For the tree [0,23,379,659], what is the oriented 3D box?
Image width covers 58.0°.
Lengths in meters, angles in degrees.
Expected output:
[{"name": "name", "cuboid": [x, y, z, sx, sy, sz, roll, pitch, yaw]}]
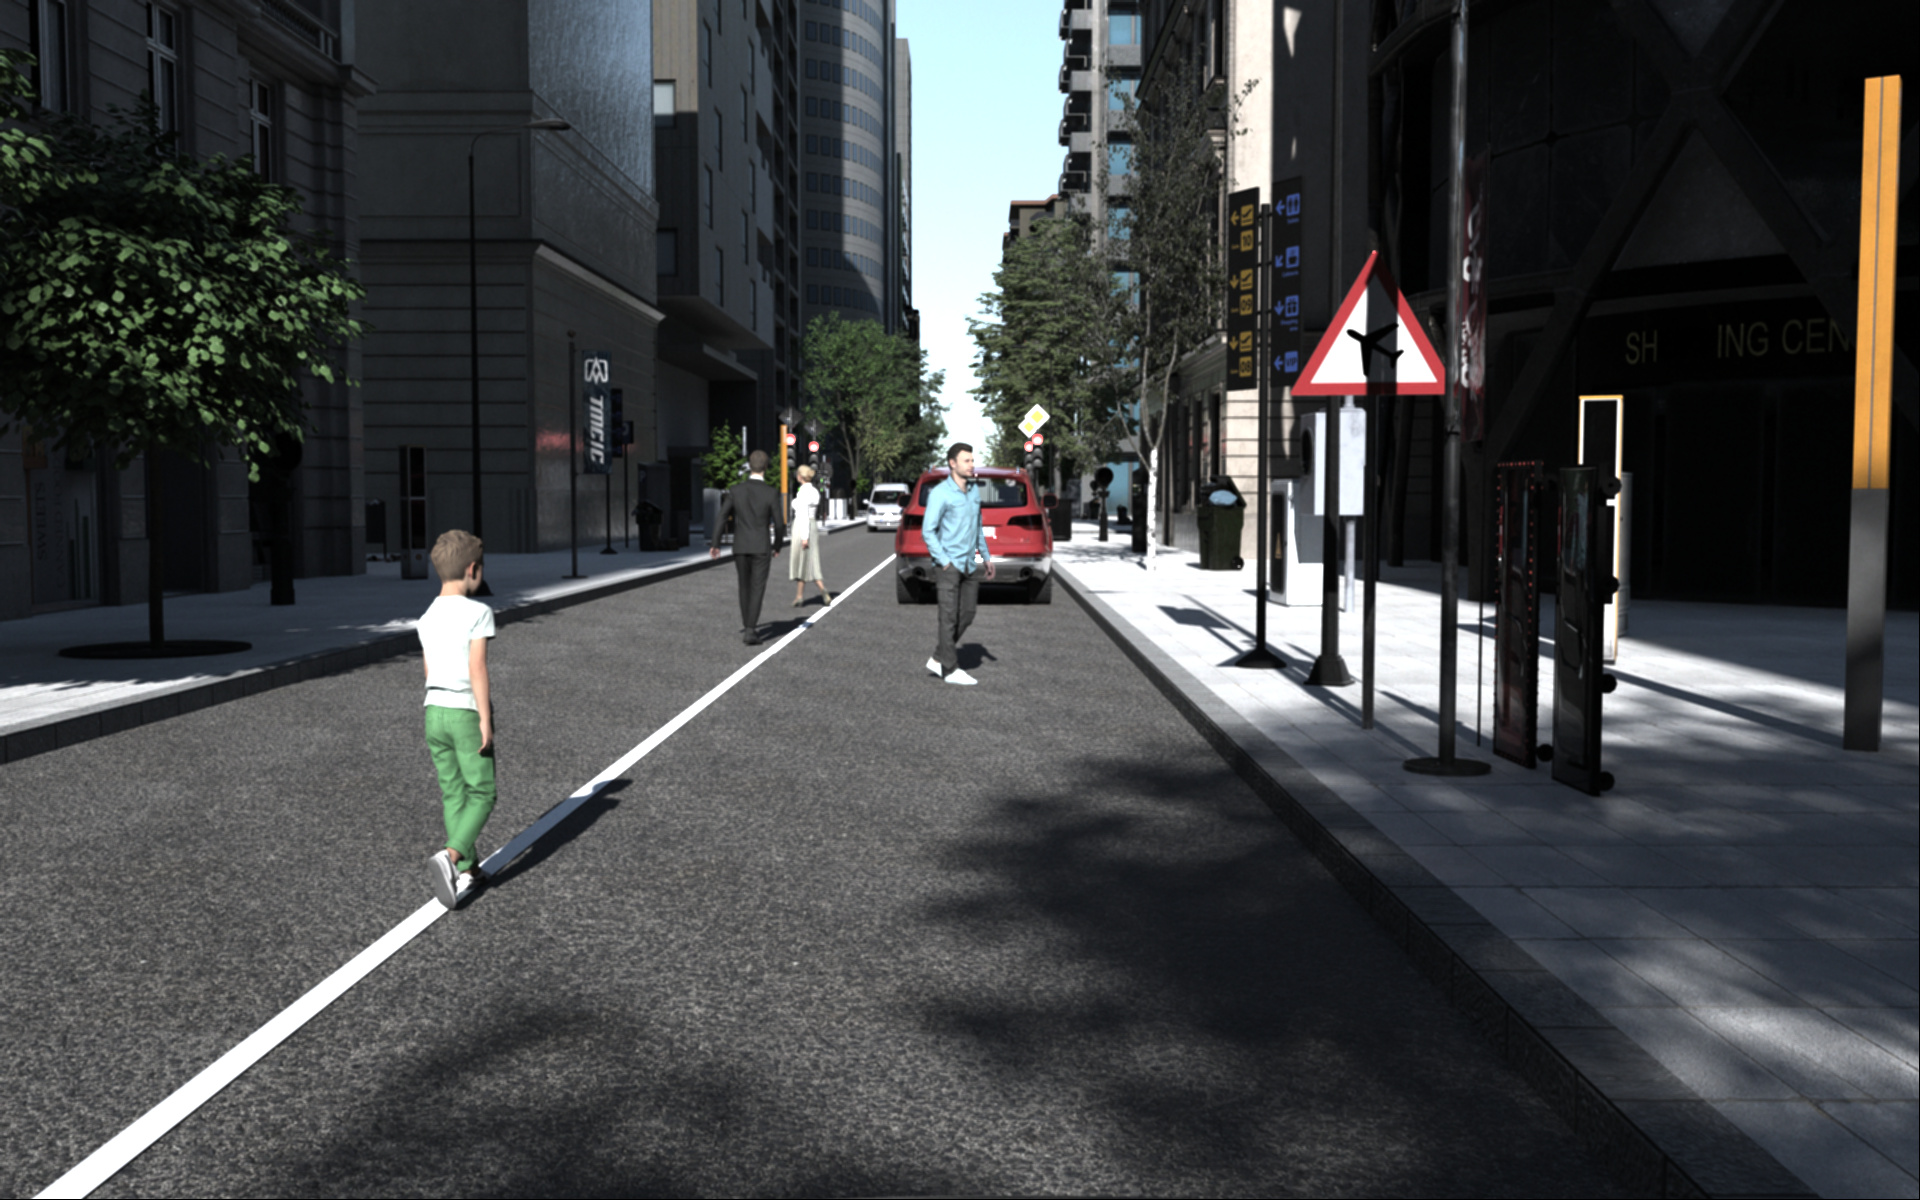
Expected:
[{"name": "tree", "cuboid": [-6.499, -1.850, 13.960, 4.285, 4.588, 4.351, 0, 3, 0]}]

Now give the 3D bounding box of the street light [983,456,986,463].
[{"name": "street light", "cuboid": [3.276, -12.092, 170.252, 1.470, 5.913, 1.316, 0, 4, 0]}]

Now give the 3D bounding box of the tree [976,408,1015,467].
[{"name": "tree", "cuboid": [3.634, -11.758, 142.610, 4.737, 8.622, 4.395, 0, 3, 0]}]

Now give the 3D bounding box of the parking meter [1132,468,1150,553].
[{"name": "parking meter", "cuboid": [3.970, -1.979, 38.061, 0.255, 1.863, 0.399, 2, 4, 34]}]

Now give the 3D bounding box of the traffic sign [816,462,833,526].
[{"name": "traffic sign", "cuboid": [-5.414, -4.191, 68.625, 0.768, 2.556, 0.104, 0, 4, 6]}]

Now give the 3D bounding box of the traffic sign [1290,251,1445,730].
[{"name": "traffic sign", "cuboid": [2.226, -0.574, 9.386, 0.884, 2.594, 0.081, 0, 4, 4]}]

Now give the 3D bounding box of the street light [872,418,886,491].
[{"name": "street light", "cuboid": [-4.754, -8.123, 105.356, 1.470, 5.913, 1.316, 0, 4, 0]}]

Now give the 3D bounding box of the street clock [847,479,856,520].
[{"name": "street clock", "cuboid": [-5.312, -4.918, 84.985, 0.358, 2.002, 0.471, 3, 4, 37]}]

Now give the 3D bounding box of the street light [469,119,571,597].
[{"name": "street light", "cuboid": [-5.524, -3.002, 21.627, 1.470, 5.913, 1.316, 0, 4, 0]}]

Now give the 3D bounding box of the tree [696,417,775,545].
[{"name": "tree", "cuboid": [-5.808, -3.017, 43.934, 1.663, 3.219, 1.824, 0, 3, 0]}]

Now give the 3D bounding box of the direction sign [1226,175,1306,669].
[{"name": "direction sign", "cuboid": [2.237, -1.271, 12.781, 0.379, 3.537, 0.876, -2, 4, -28]}]

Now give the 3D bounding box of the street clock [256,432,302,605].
[{"name": "street clock", "cuboid": [-7.845, -0.944, 20.006, 0.358, 2.002, 0.471, 2, 4, 28]}]

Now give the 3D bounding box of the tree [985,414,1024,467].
[{"name": "tree", "cuboid": [4.177, -10.950, 129.393, 4.360, 8.622, 3.978, 0, 3, 0]}]

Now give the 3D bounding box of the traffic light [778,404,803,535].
[{"name": "traffic light", "cuboid": [-5.270, -3.992, 54.195, 0.839, 4.253, 0.868, 0, 4, 0]}]

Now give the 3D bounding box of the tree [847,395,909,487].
[{"name": "tree", "cuboid": [-5.785, -10.518, 122.334, 4.737, 8.622, 4.395, 0, 3, 0]}]

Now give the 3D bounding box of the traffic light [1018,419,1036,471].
[{"name": "traffic light", "cuboid": [2.460, -4.478, 62.130, 0.839, 4.253, 0.868, 0, 4, 0]}]

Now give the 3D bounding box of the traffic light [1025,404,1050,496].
[{"name": "traffic light", "cuboid": [2.391, -3.989, 54.145, 0.839, 4.253, 0.868, 0, 4, 0]}]

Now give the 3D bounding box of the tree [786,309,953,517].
[{"name": "tree", "cuboid": [-5.910, -10.473, 96.985, 9.928, 11.665, 9.643, 0, 3, 0]}]

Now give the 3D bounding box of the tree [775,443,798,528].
[{"name": "tree", "cuboid": [-6.891, -4.343, 65.605, 1.663, 3.219, 1.824, 0, 3, 0]}]

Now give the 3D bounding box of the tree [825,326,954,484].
[{"name": "tree", "cuboid": [-5.592, -13.695, 130.566, 9.857, 13.997, 8.962, 0, 3, 0]}]

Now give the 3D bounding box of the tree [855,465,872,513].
[{"name": "tree", "cuboid": [-6.782, -7.508, 117.358, 1.663, 3.219, 1.824, 0, 3, 0]}]

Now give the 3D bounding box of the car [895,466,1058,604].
[{"name": "car", "cuboid": [0.234, -0.943, 24.084, 2.281, 1.827, 5.304, 0, 4, 2]}]

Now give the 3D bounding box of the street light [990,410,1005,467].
[{"name": "street light", "cuboid": [2.529, -7.470, 94.675, 1.470, 5.913, 1.316, 0, 4, 0]}]

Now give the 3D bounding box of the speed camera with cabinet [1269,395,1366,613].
[{"name": "speed camera with cabinet", "cuboid": [3.985, -1.536, 19.445, 0.660, 3.252, 2.038, 0, 4, -3]}]

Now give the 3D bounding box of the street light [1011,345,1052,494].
[{"name": "street light", "cuboid": [2.289, -4.990, 54.133, 1.470, 5.913, 1.316, 0, 4, 0]}]

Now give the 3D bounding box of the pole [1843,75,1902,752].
[{"name": "pole", "cuboid": [4.537, -0.903, 8.609, 0.158, 3.312, 0.155, 0, 3, 0]}]

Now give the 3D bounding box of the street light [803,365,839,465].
[{"name": "street light", "cuboid": [-5.083, -5.512, 62.660, 1.470, 5.913, 1.316, 0, 4, 0]}]

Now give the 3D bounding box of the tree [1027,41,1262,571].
[{"name": "tree", "cuboid": [3.180, -4.806, 28.940, 4.360, 8.622, 3.978, 0, 3, 0]}]

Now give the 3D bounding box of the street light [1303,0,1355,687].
[{"name": "street light", "cuboid": [1.955, -2.385, 11.533, 1.470, 5.913, 1.316, 0, 4, 0]}]

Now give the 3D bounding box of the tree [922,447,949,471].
[{"name": "tree", "cuboid": [-4.980, -22.158, 296.686, 8.767, 10.594, 7.601, -2, 4, -24]}]

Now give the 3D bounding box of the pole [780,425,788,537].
[{"name": "pole", "cuboid": [-5.197, -3.505, 51.152, 0.158, 3.312, 0.155, 0, 3, 0]}]

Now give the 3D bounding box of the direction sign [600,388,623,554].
[{"name": "direction sign", "cuboid": [-7.532, -2.754, 37.031, 0.379, 3.537, 0.876, 2, 4, 34]}]

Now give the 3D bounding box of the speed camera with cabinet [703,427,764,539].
[{"name": "speed camera with cabinet", "cuboid": [-6.551, -3.416, 50.193, 0.660, 3.252, 2.038, 2, 4, 34]}]

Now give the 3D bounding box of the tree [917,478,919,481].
[{"name": "tree", "cuboid": [-4.019, -16.476, 253.098, 4.285, 4.588, 4.351, 0, 3, 0]}]

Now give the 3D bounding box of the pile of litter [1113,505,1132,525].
[{"name": "pile of litter", "cuboid": [6.978, -3.560, 72.172, 1.176, 0.858, 1.719, 0, 4, 3]}]

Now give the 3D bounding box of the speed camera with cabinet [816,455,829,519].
[{"name": "speed camera with cabinet", "cuboid": [-7.465, -5.783, 88.895, 0.660, 3.252, 2.038, -2, 4, -34]}]

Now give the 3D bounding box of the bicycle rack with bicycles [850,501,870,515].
[{"name": "bicycle rack with bicycles", "cuboid": [-6.471, -5.815, 108.459, 2.852, 0.926, 2.925, 1, 4, 11]}]

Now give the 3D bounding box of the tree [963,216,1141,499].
[{"name": "tree", "cuboid": [3.617, -9.383, 71.533, 7.486, 12.596, 7.792, 0, 3, 0]}]

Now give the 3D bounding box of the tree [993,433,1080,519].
[{"name": "tree", "cuboid": [4.169, -5.992, 81.677, 4.285, 4.588, 4.351, 0, 3, 0]}]

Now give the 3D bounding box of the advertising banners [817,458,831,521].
[{"name": "advertising banners", "cuboid": [-6.568, -5.327, 83.289, 0.090, 3.025, 2.074, 1, 4, 16]}]

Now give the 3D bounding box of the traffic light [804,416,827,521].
[{"name": "traffic light", "cuboid": [-5.201, -4.481, 62.180, 0.839, 4.253, 0.868, 0, 4, 0]}]

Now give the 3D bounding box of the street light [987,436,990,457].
[{"name": "street light", "cuboid": [2.995, -10.075, 137.275, 1.470, 5.913, 1.316, 0, 4, 0]}]

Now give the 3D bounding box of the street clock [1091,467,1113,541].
[{"name": "street clock", "cuboid": [3.891, -2.588, 46.892, 0.471, 2.002, 0.358, -1, 4, -16]}]
